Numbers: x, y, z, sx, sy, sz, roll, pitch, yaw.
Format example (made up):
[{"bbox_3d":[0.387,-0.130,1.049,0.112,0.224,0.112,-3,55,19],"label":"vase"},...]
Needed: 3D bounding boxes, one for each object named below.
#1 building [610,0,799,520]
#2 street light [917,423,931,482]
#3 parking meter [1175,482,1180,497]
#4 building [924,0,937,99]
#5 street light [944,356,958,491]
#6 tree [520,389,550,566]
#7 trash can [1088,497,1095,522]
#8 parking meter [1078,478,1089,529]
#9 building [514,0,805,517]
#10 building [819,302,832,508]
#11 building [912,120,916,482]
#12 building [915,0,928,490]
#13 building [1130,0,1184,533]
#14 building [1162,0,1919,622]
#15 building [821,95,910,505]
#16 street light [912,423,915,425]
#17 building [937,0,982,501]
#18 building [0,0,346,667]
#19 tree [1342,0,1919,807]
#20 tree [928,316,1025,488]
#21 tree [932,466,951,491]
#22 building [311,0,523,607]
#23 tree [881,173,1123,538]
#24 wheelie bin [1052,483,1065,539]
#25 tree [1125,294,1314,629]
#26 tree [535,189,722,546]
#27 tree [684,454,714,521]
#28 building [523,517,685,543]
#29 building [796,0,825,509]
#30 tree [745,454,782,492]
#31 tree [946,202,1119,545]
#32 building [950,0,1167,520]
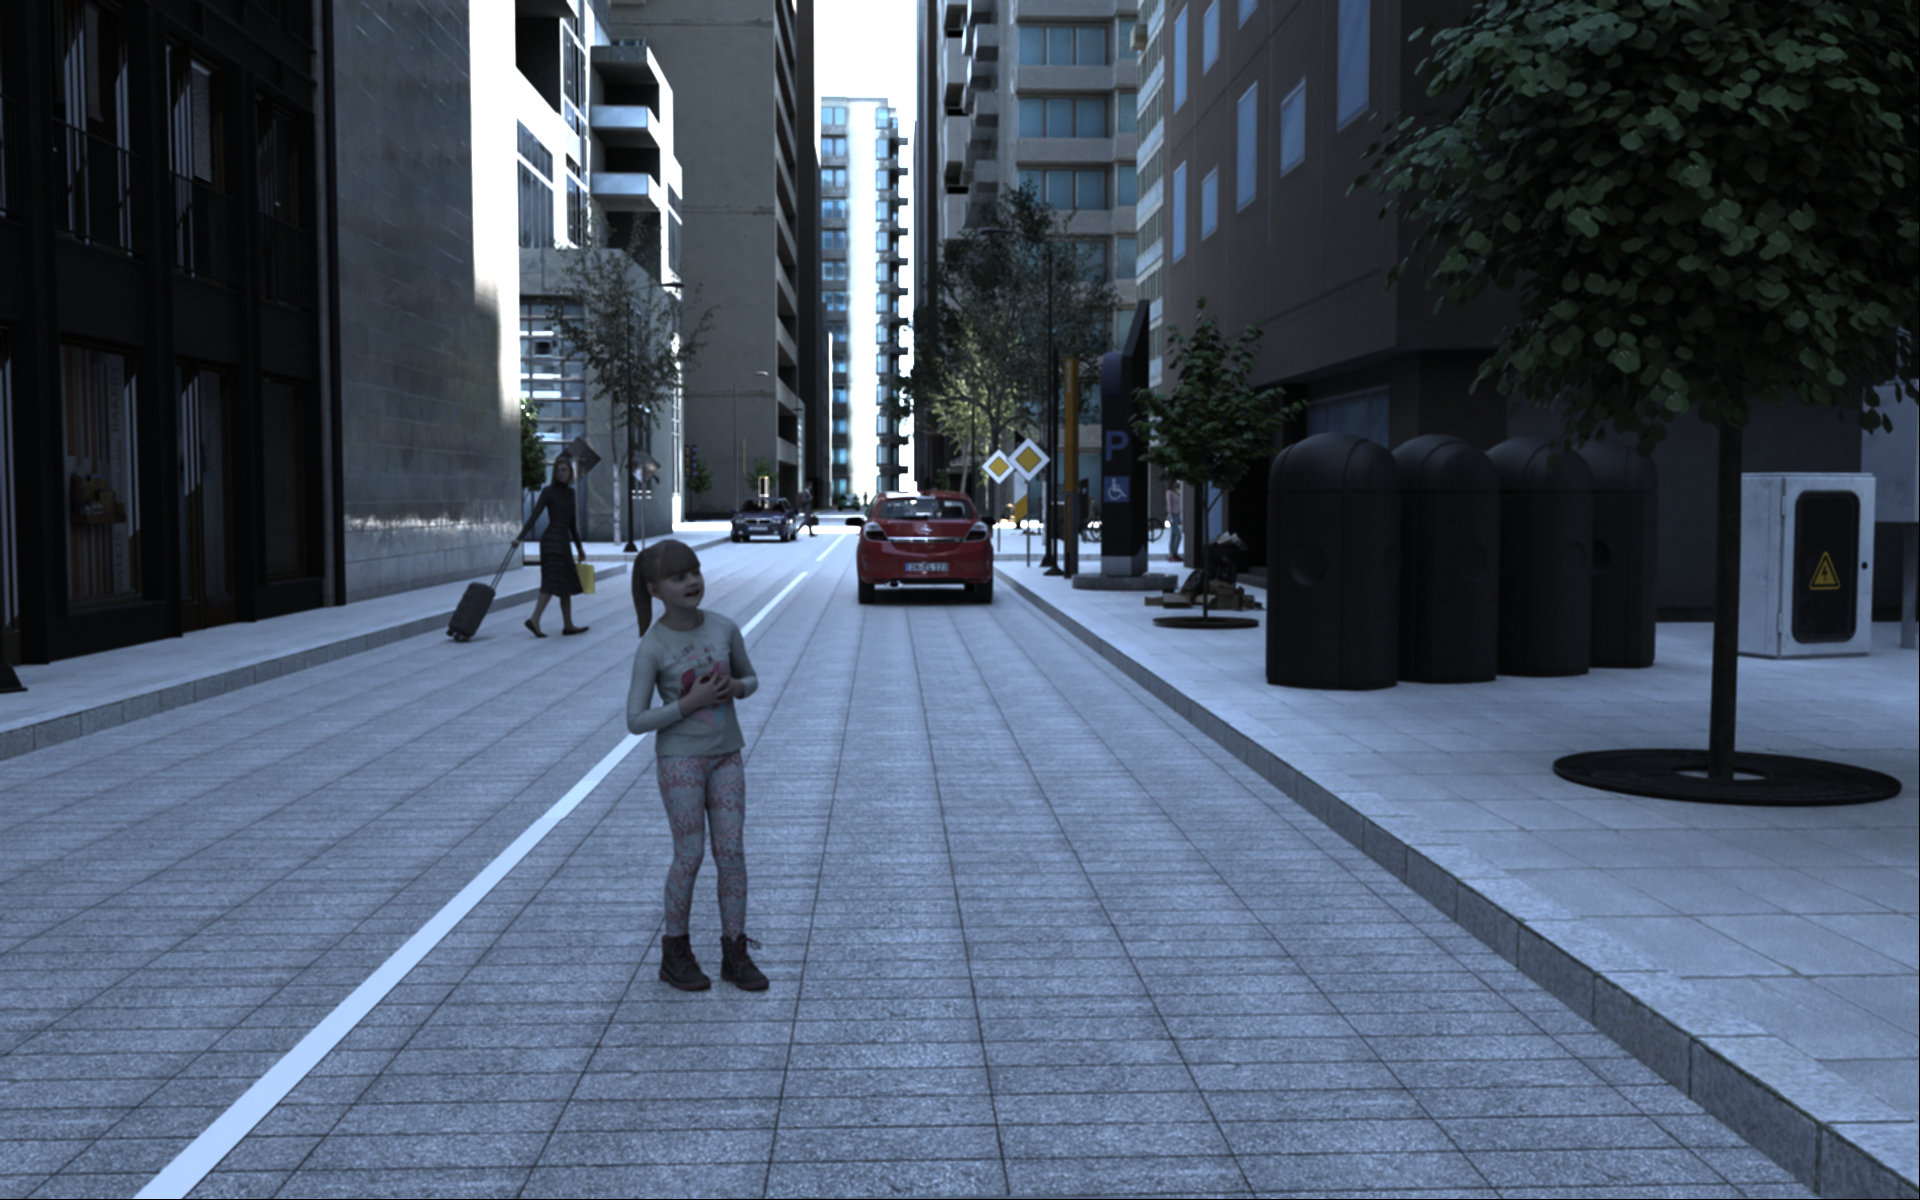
[{"bbox_3d":[-20.063,-28.745,93.678,21.300,48.544,21.600,0,4,-2],"label":"building"},{"bbox_3d":[-1.263,-6.906,85.459,1.470,5.913,1.316,0,4,-2],"label":"street light"},{"bbox_3d":[9.082,-4.104,72.812,0.255,1.863,0.399,0,4,-8],"label":"parking meter"},{"bbox_3d":[3.877,-30.813,153.908,14.600,45.320,14.200,0,4,-2],"label":"building"},{"bbox_3d":[-0.104,-5.181,57.248,1.470,5.913,1.316,0,4,-2],"label":"street light"},{"bbox_3d":[-7.907,-2.253,31.434,1.663,3.219,1.824,0,3,0],"label":"tree"},{"bbox_3d":[5.669,-4.037,77.659,0.748,1.137,0.748,0,3,0],"label":"trash can"},{"bbox_3d":[4.439,-3.494,62.842,0.399,1.863,0.255,-2,4,-25],"label":"parking meter"},{"bbox_3d":[-22.465,-49.763,126.304,22.319,86.520,31.000,0,4,-2],"label":"building"},{"bbox_3d":[-27.904,-20.198,175.273,28.899,21.520,27.650,0,4,-2],"label":"building"},{"bbox_3d":[1.623,-33.844,203.456,14.200,45.320,14.600,0,4,-2],"label":"building"},{"bbox_3d":[6.000,-38.717,175.015,21.231,58.520,28.212,0,4,-2],"label":"building"},{"bbox_3d":[18.508,-22.157,54.150,23.993,40.220,32.217,0,4,-2],"label":"building"},{"bbox_3d":[10.776,-22.793,22.774,14.600,45.320,14.200,0,4,-2],"label":"building"},{"bbox_3d":[-21.351,-35.947,207.342,30.456,49.044,23.786,0,4,-2],"label":"building"},{"bbox_3d":[-2.460,-8.620,113.483,1.470,5.913,1.316,0,4,-2],"label":"street light"},{"bbox_3d":[12.020,-33.252,132.910,28.713,52.752,27.495,0,4,-2],"label":"building"},{"bbox_3d":[-12.904,-11.100,11.157,12.332,23.373,15.834,0,4,-2],"label":"building"},{"bbox_3d":[3.366,-1.469,7.726,4.285,4.588,4.351,0,3,0],"label":"tree"},{"bbox_3d":[0.900,-7.239,68.715,4.737,8.622,4.395,0,3,0],"label":"tree"},{"bbox_3d":[-1.034,-7.501,117.238,1.663,3.219,1.824,0,3,0],"label":"tree"},{"bbox_3d":[-15.753,-10.342,23.849,16.860,20.320,10.420,0,4,-2],"label":"building"},{"bbox_3d":[1.134,-7.086,50.271,7.601,10.594,8.767,1,4,18],"label":"tree"},{"bbox_3d":[2.874,-2.545,49.523,0.980,1.594,0.693,2,4,24],"label":"wheelie bin"},{"bbox_3d":[2.352,-1.368,16.968,1.663,3.219,1.824,0,3,0],"label":"tree"},{"bbox_3d":[-8.267,-5.651,42.756,4.360,8.622,3.978,0,3,0],"label":"tree"},{"bbox_3d":[-12.653,-5.420,83.213,1.663,3.219,1.824,0,3,0],"label":"tree"},{"bbox_3d":[-20.690,-45.600,58.226,22.319,86.520,31.000,0,4,-2],"label":"building"},{"bbox_3d":[-19.171,-30.591,150.280,14.600,45.320,14.200,0,4,-2],"label":"building"},{"bbox_3d":[-9.508,-5.398,82.856,1.663,3.219,1.824,0,3,0],"label":"tree"},{"bbox_3d":[1.887,-5.664,42.969,4.360,8.622,3.978,0,3,0],"label":"tree"},{"bbox_3d":[11.607,-29.271,98.194,23.786,49.044,30.456,0,4,-2],"label":"building"}]
